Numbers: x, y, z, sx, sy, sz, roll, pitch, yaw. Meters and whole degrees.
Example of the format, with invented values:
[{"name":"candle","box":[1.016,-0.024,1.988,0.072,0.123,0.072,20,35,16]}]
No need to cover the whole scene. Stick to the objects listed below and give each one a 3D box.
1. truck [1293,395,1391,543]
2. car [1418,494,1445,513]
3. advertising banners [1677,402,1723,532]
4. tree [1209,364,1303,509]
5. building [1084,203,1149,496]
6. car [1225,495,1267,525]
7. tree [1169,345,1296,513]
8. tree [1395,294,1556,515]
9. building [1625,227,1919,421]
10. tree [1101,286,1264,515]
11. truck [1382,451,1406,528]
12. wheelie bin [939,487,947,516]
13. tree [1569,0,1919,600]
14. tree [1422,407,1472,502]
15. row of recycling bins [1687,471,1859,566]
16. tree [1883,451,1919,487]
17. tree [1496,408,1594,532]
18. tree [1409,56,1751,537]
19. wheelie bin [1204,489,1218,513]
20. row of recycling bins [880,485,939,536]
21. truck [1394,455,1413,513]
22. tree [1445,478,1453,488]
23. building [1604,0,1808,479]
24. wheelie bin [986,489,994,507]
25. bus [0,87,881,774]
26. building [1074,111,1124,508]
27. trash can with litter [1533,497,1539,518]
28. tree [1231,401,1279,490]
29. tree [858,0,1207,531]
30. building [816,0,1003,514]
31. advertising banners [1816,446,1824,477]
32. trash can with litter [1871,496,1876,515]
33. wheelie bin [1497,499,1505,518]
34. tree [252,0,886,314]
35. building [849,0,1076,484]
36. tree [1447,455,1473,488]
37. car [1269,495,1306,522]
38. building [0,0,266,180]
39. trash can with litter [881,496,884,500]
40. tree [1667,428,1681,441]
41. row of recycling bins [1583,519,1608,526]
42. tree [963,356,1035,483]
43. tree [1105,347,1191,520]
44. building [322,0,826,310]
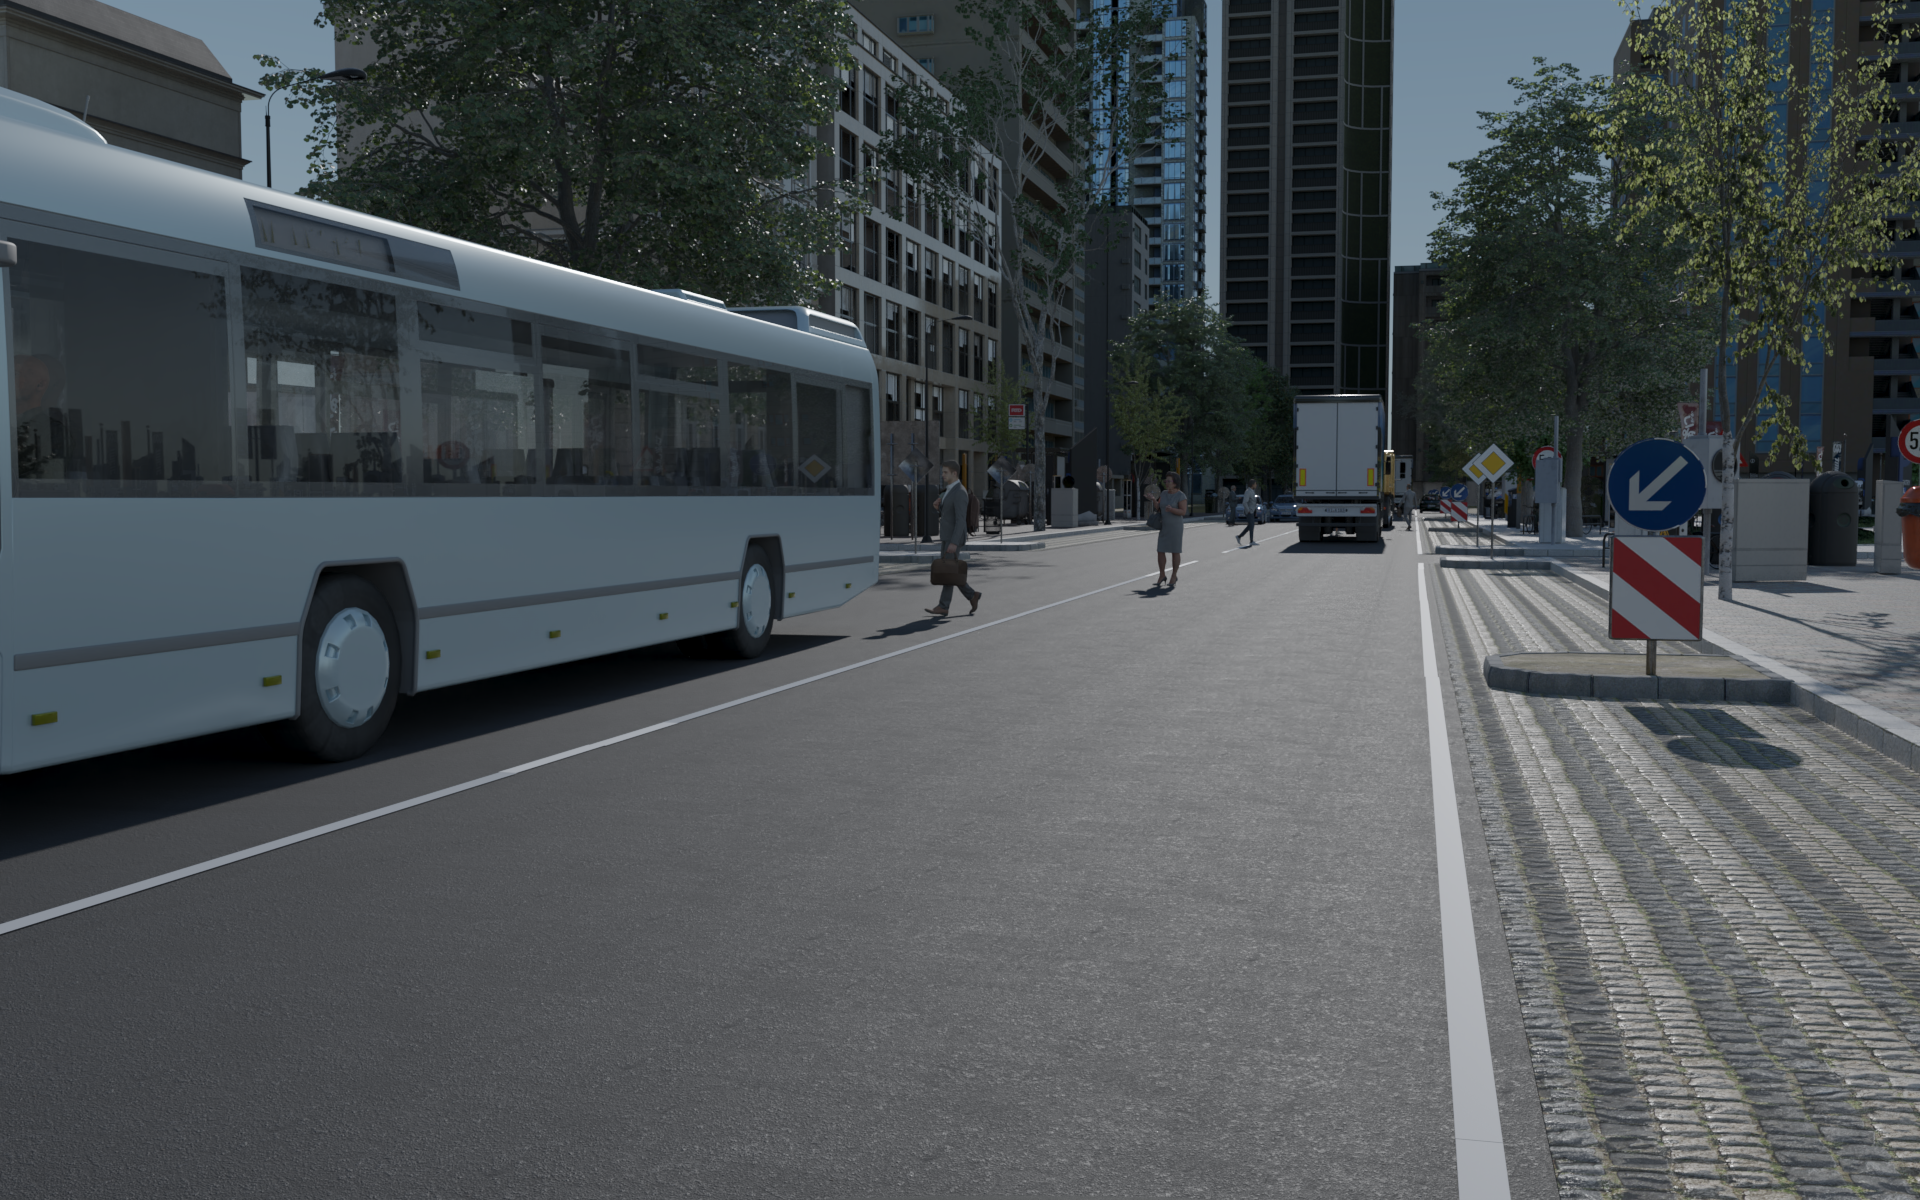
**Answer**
[{"name":"truck","box":[12.076,-4.015,54.553,2.839,4.237,11.283,1,4,14]},{"name":"car","box":[35.512,-7.382,130.489,2.009,1.686,4.222,1,4,15]},{"name":"advertising banners","box":[14.572,-2.266,33.236,2.074,3.025,0.090,-1,4,-18]},{"name":"tree","box":[26.440,-14.274,150.387,9.611,12.733,9.660,0,3,0]},{"name":"building","box":[11.743,-24.756,176.458,14.107,30.474,14.160,1,4,15]},{"name":"car","box":[13.757,-4.349,83.111,2.014,1.417,4.499,1,4,13]},{"name":"tree","box":[17.756,-11.764,118.098,9.928,11.665,9.643,0,3,0]},{"name":"tree","box":[31.523,-11.879,104.597,12.009,13.543,11.850,0,3,0]},{"name":"building","box":[69.317,-17.938,138.327,27.650,21.520,28.899,1,4,15]},{"name":"tree","box":[13.595,-12.171,105.649,9.857,13.997,8.962,0,3,0]},{"name":"truck","box":[17.799,-4.927,76.477,3.469,3.379,9.791,1,4,16]},{"name":"wheelie bin","box":[-1.077,-5.375,95.789,0.693,1.594,0.980,-1,4,-13]},{"name":"tree","box":[9.496,-4.300,20.667,4.360,8.622,3.978,0,3,0]},{"name":"tree","box":[51.172,-15.882,177.789,7.486,12.596,7.792,0,3,0]},{"name":"row of recycling bins","box":[14.390,-1.498,31.599,3.534,1.692,1.069,1,4,20]},{"name":"tree","box":[43.557,-5.762,77.919,4.285,4.588,4.351,0,3,0]},{"name":"tree","box":[19.723,-4.584,58.667,4.285,4.588,4.351,0,3,0]},{"name":"tree","box":[18.391,-8.848,51.328,9.857,13.997,8.962,0,3,0]},{"name":"wheelie bin","box":[16.772,-6.612,116.006,0.980,1.594,0.693,1,4,21]},{"name":"row of recycling bins","box":[-2.355,-2.795,52.811,3.534,1.692,1.069,-1,4,-17]},{"name":"truck","box":[32.993,-8.719,131.463,2.839,4.237,11.283,1,4,14]},{"name":"tree","box":[52.806,-11.678,185.542,1.663,3.219,1.824,0,3,0]},{"name":"building","box":[68.067,-31.196,160.159,14.600,45.320,14.200,1,4,15]},{"name":"wheelie bin","box":[1.894,-5.587,99.250,0.980,1.594,0.693,3,5,43]},{"name":"bus","box":[-3.719,-1.062,12.222,2.948,3.499,13.247,1,4,14]},{"name":"building","box":[-1.789,-28.526,158.283,32.217,40.220,23.993,1,4,15]},{"name":"trash can with litter","box":[26.492,-4.120,78.756,1.055,1.170,0.624,1,4,14]},{"name":"tree","box":[22.570,-11.294,135.026,4.737,8.622,4.395,0,3,0]},{"name":"tree","box":[1.350,-12.433,59.168,12.611,20.169,13.585,0,3,0]},{"name":"building","box":[-10.871,-18.097,100.395,19.350,26.468,34.151,1,4,15]},{"name":"advertising banners","box":[30.938,-4.097,63.168,2.074,3.025,0.090,-2,4,-35]},{"name":"trash can with litter","box":[56.997,-5.905,107.927,0.624,1.170,1.055,2,4,27]},{"name":"wheelie bin","box":[29.026,-5.184,92.666,0.980,1.594,0.693,0,4,-4]},{"name":"tree","box":[-6.088,-7.455,28.547,9.857,13.997,8.962,0,3,0]},{"name":"building","box":[-3.500,-31.242,134.507,21.300,48.544,21.600,1,4,15]},{"name":"tree","box":[46.068,-12.768,159.123,4.737,8.622,4.395,0,3,0]},{"name":"car","box":[17.213,-4.796,90.412,2.014,1.417,4.499,1,4,16]},{"name":"building","box":[-50.360,-15.144,80.890,30.059,22.955,16.112,1,4,15]},{"name":"trash can with litter","box":[-2.782,-3.866,74.274,2.233,1.210,1.678,-1,4,-15]},{"name":"tree","box":[34.917,-6.208,85.212,4.285,4.588,4.351,0,3,0]},{"name":"row of recycling bins","box":[25.516,-3.928,71.341,1.069,1.692,3.534,-3,4,-36]},{"name":"tree","box":[2.427,-8.639,91.611,4.737,8.622,4.395,0,3,0]},{"name":"tree","box":[9.009,-8.291,85.927,4.737,8.622,4.395,0,3,0]},{"name":"building","box":[-15.052,-17.574,73.235,13.634,28.700,20.117,1,4,15]}]
